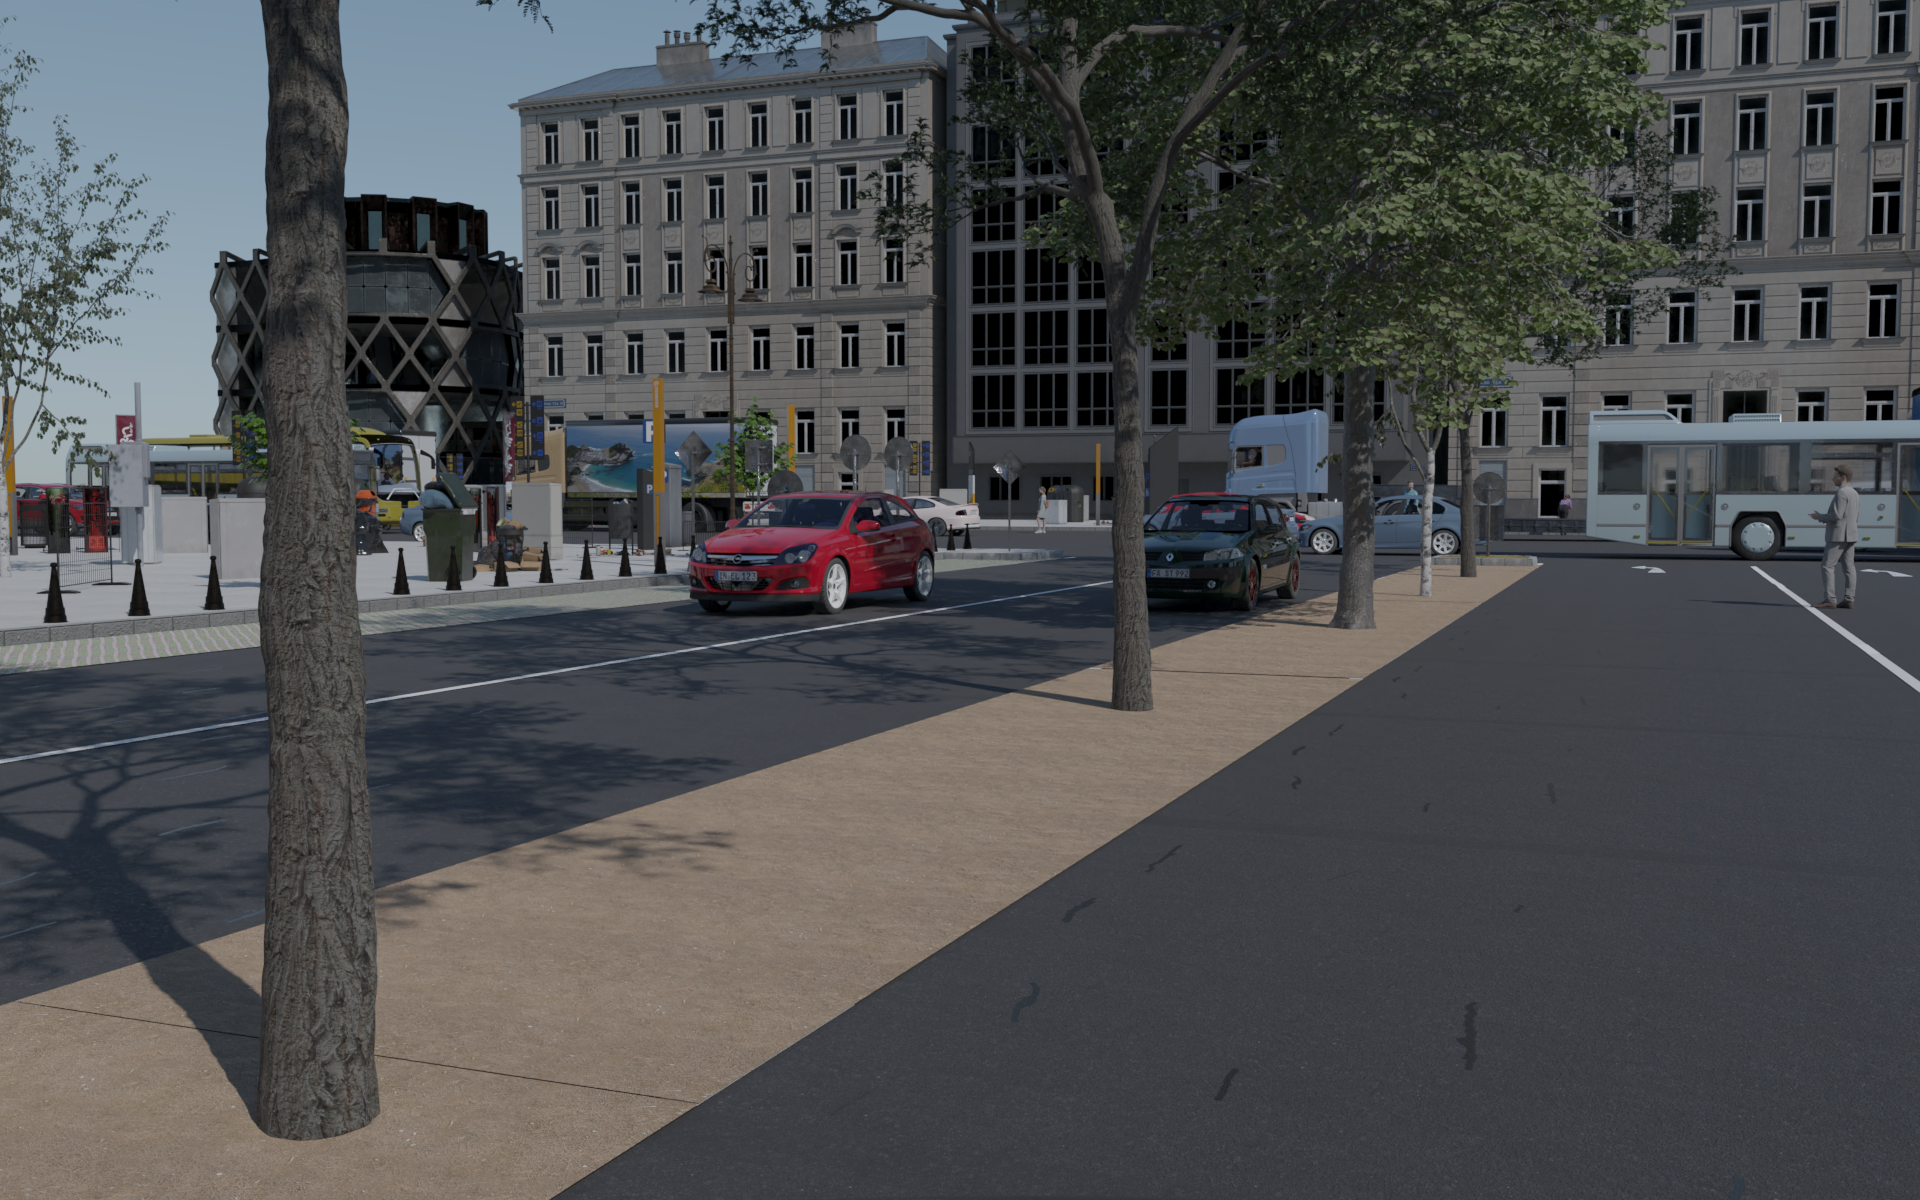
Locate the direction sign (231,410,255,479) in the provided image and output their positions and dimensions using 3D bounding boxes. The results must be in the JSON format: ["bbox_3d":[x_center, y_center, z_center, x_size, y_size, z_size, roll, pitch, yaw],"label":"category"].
[{"bbox_3d":[-19.388,-3.360,46.938,0.876,3.537,0.379,2,4,28],"label":"direction sign"}]

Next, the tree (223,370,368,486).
[{"bbox_3d":[-8.728,-1.713,22.603,1.663,3.219,1.824,0,3,0],"label":"tree"}]

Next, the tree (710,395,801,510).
[{"bbox_3d":[-3.918,-2.401,33.860,1.663,3.219,1.824,0,3,0],"label":"tree"}]

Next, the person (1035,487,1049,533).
[{"bbox_3d":[3.024,-3.316,63.721,0.522,1.701,0.512,0,4,6],"label":"person"}]

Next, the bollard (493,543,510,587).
[{"bbox_3d":[-6.359,-0.486,23.987,0.229,0.601,0.229,0,3,0],"label":"bollard"}]

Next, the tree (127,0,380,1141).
[{"bbox_3d":[-1.313,-4.103,3.946,8.767,10.594,7.601,1,4,22],"label":"tree"}]

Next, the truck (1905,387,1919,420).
[{"bbox_3d":[25.716,-3.360,43.843,2.839,4.237,11.283,1,4,22],"label":"truck"}]

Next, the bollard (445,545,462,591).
[{"bbox_3d":[-6.738,-0.428,23.032,0.229,0.601,0.229,0,3,0],"label":"bollard"}]

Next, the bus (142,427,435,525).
[{"bbox_3d":[-25.432,-4.470,64.637,12.252,3.916,2.896,1,4,23],"label":"bus"}]

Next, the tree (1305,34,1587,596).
[{"bbox_3d":[6.562,-4.360,24.112,4.360,8.622,3.978,0,3,0],"label":"tree"}]

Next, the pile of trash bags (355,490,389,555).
[{"bbox_3d":[-13.319,-1.699,37.533,1.912,1.369,3.447,0,4,-2],"label":"pile of trash bags"}]

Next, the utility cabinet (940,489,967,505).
[{"bbox_3d":[-0.289,-4.101,75.731,1.173,1.500,0.318,1,4,8],"label":"utility cabinet"}]

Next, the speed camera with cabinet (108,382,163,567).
[{"bbox_3d":[-14.929,-2.263,31.339,0.660,3.252,2.038,-1,4,-17],"label":"speed camera with cabinet"}]

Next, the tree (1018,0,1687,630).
[{"bbox_3d":[4.251,-5.985,18.439,7.486,12.596,7.792,0,3,0],"label":"tree"}]

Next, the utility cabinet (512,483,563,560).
[{"bbox_3d":[-8.255,-1.539,33.846,1.173,1.500,0.318,3,4,38],"label":"utility cabinet"}]

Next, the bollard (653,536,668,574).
[{"bbox_3d":[-4.817,-0.721,27.837,0.229,0.601,0.229,0,3,0],"label":"bollard"}]

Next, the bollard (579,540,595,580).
[{"bbox_3d":[-5.586,-0.603,25.905,0.229,0.601,0.229,0,3,0],"label":"bollard"}]

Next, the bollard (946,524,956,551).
[{"bbox_3d":[-0.205,-1.426,39.355,0.229,0.601,0.229,0,3,0],"label":"bollard"}]

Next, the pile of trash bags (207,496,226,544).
[{"bbox_3d":[-18.696,-2.105,44.169,3.447,1.369,1.912,-1,4,-22],"label":"pile of trash bags"}]

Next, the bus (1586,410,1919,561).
[{"bbox_3d":[20.420,-2.573,36.921,13.247,3.499,2.948,1,4,21],"label":"bus"}]

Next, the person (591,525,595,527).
[{"bbox_3d":[-16.024,-4.034,74.543,0.778,1.811,0.616,2,4,26],"label":"person"}]

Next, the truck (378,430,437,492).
[{"bbox_3d":[-29.076,-5.481,78.534,11.283,4.237,2.839,1,4,21],"label":"truck"}]

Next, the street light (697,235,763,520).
[{"bbox_3d":[-4.095,-3.565,31.081,0.468,5.910,1.993,1,4,22],"label":"street light"}]

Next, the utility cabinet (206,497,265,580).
[{"bbox_3d":[-10.884,-0.933,26.420,0.306,1.237,1.020,3,4,38],"label":"utility cabinet"}]

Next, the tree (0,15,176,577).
[{"bbox_3d":[-14.549,-4.648,26.360,4.360,8.622,3.978,0,3,0],"label":"tree"}]

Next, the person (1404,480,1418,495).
[{"bbox_3d":[13.567,-2.670,52.019,0.748,1.841,0.638,-1,4,-15],"label":"person"}]

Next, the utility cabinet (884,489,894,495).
[{"bbox_3d":[-3.392,-4.515,82.506,0.318,1.500,1.173,0,4,6],"label":"utility cabinet"}]

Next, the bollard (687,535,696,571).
[{"bbox_3d":[-4.433,-0.780,28.801,0.229,0.601,0.229,0,3,0],"label":"bollard"}]

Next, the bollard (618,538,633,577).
[{"bbox_3d":[-5.198,-0.663,26.884,0.229,0.601,0.229,0,3,0],"label":"bollard"}]

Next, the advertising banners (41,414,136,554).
[{"bbox_3d":[-18.898,-2.542,37.743,0.090,3.025,2.074,3,5,45],"label":"advertising banners"}]

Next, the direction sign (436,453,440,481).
[{"bbox_3d":[-28.987,-6.364,96.042,0.379,3.537,0.876,-2,4,-35],"label":"direction sign"}]

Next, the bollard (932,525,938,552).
[{"bbox_3d":[-0.592,-1.367,38.395,0.229,0.601,0.229,0,3,0],"label":"bollard"}]

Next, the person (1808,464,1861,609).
[{"bbox_3d":[10.985,-0.798,21.755,0.583,1.804,0.606,3,5,44],"label":"person"}]

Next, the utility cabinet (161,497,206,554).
[{"bbox_3d":[-16.902,-1.618,37.609,1.020,1.237,0.306,-2,4,-27],"label":"utility cabinet"}]

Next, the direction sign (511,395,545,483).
[{"bbox_3d":[-9.964,-2.935,39.982,0.876,3.537,0.379,1,4,19],"label":"direction sign"}]

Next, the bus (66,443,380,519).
[{"bbox_3d":[-25.976,-4.079,61.549,13.247,3.499,2.948,2,4,24],"label":"bus"}]

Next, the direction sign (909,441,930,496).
[{"bbox_3d":[-1.710,-4.985,73.503,0.876,3.537,0.379,0,4,-1],"label":"direction sign"}]

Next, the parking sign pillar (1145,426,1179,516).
[{"bbox_3d":[8.021,-4.920,68.920,1.447,3.967,1.447,-2,4,-23],"label":"parking sign pillar"}]

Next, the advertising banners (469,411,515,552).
[{"bbox_3d":[-10.132,-2.526,37.485,0.090,3.025,2.074,-3,5,-43],"label":"advertising banners"}]

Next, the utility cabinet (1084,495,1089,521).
[{"bbox_3d":[5.588,-4.334,82.020,1.020,1.237,0.306,0,4,4],"label":"utility cabinet"}]

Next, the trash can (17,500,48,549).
[{"bbox_3d":[-21.885,-1.792,40.951,0.748,1.137,0.748,0,3,0],"label":"trash can"}]

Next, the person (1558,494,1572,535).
[{"bbox_3d":[21.011,-2.963,60.176,0.421,1.427,0.697,3,4,39],"label":"person"}]

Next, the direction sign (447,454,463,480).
[{"bbox_3d":[-28.228,-6.414,96.858,0.876,3.537,0.379,0,4,-7],"label":"direction sign"}]

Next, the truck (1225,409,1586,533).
[{"bbox_3d":[17.027,-3.915,53.771,18.799,4.110,2.967,1,4,20],"label":"truck"}]

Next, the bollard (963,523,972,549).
[{"bbox_3d":[0.170,-1.484,40.310,0.229,0.601,0.229,0,3,0],"label":"bollard"}]

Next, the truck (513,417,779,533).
[{"bbox_3d":[-12.456,-4.729,66.229,11.283,4.237,2.839,1,4,23],"label":"truck"}]

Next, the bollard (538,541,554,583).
[{"bbox_3d":[-5.967,-0.545,24.952,0.229,0.601,0.229,0,3,0],"label":"bollard"}]

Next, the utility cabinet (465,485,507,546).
[{"bbox_3d":[-11.562,-2.028,41.832,1.173,1.500,0.318,1,4,14],"label":"utility cabinet"}]

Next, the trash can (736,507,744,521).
[{"bbox_3d":[-10.303,-4.192,80.190,0.748,1.137,0.748,0,3,0],"label":"trash can"}]
